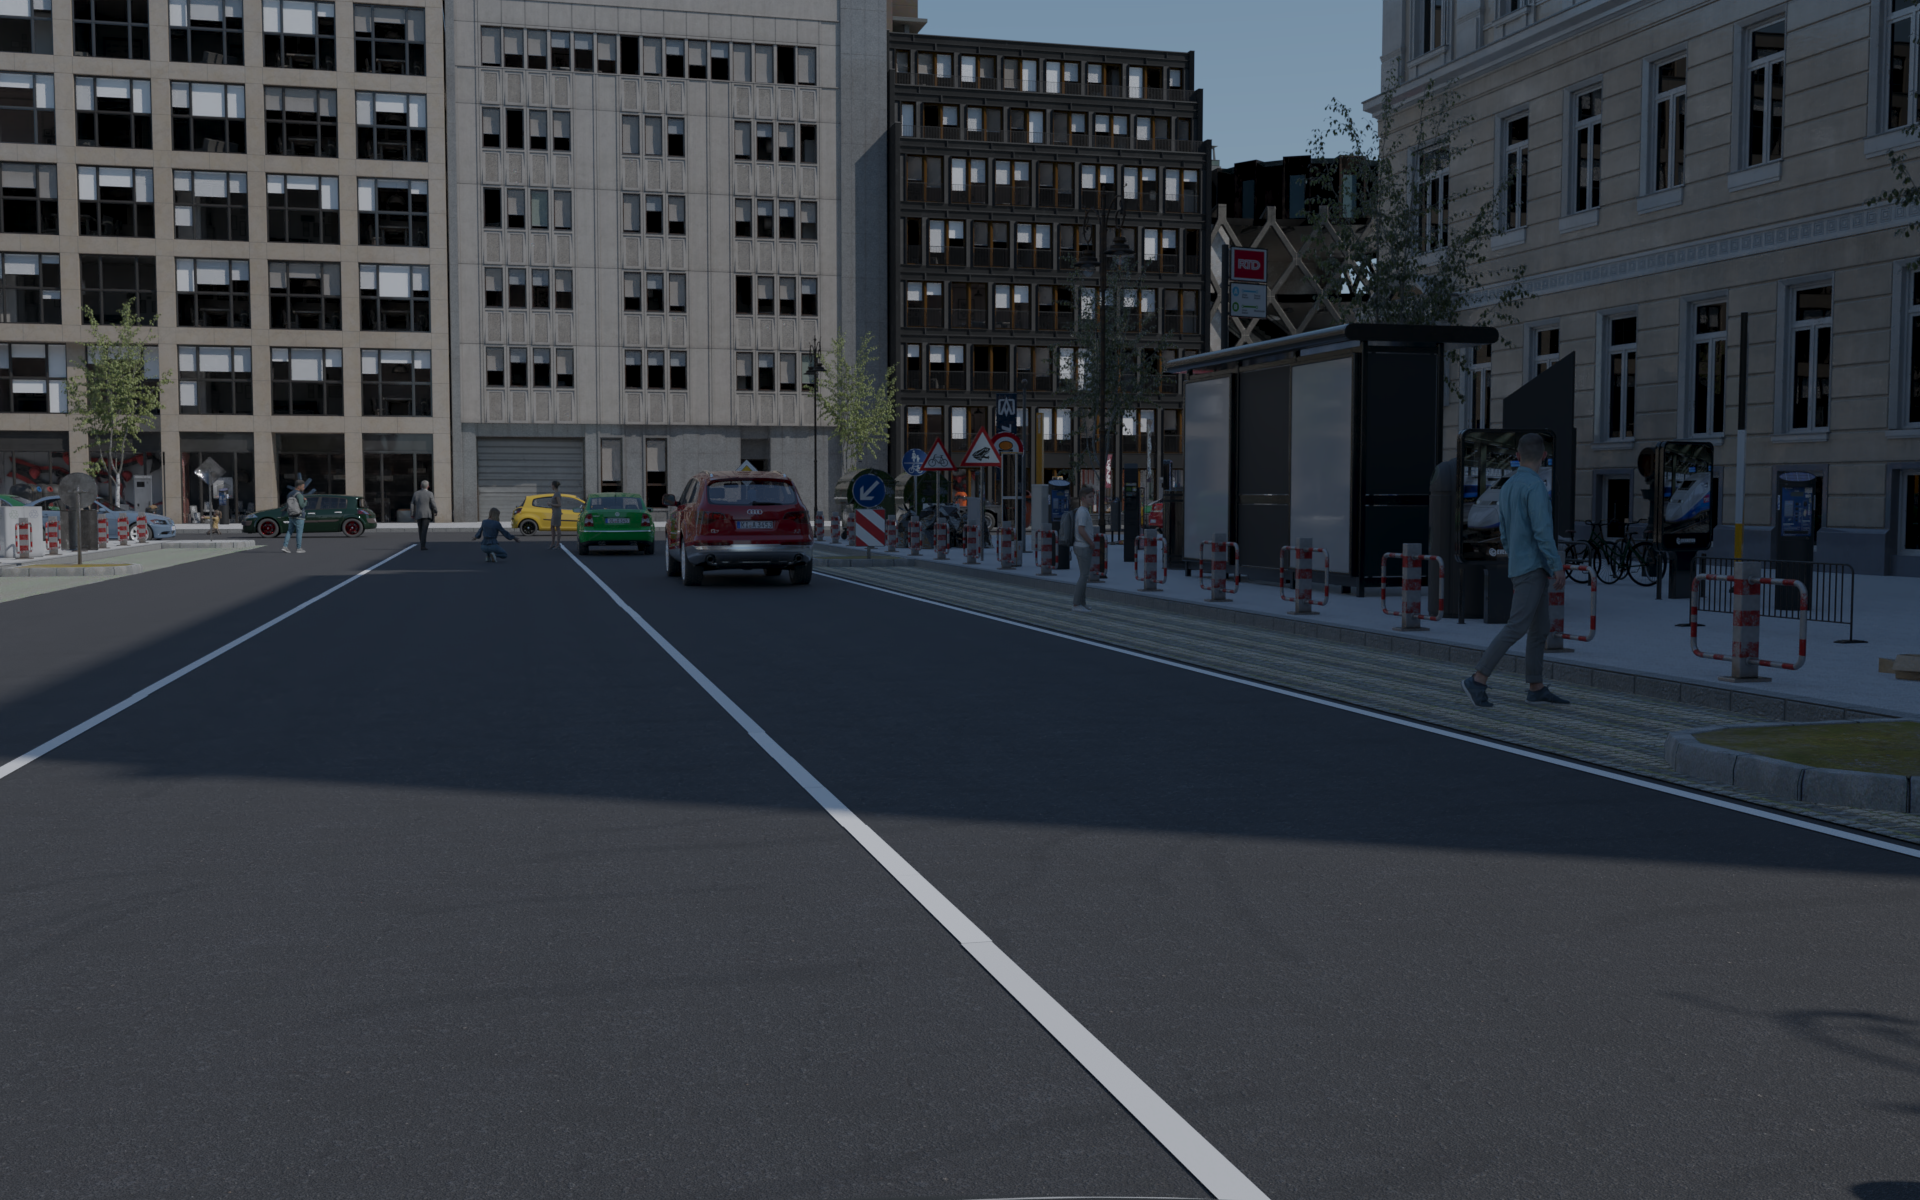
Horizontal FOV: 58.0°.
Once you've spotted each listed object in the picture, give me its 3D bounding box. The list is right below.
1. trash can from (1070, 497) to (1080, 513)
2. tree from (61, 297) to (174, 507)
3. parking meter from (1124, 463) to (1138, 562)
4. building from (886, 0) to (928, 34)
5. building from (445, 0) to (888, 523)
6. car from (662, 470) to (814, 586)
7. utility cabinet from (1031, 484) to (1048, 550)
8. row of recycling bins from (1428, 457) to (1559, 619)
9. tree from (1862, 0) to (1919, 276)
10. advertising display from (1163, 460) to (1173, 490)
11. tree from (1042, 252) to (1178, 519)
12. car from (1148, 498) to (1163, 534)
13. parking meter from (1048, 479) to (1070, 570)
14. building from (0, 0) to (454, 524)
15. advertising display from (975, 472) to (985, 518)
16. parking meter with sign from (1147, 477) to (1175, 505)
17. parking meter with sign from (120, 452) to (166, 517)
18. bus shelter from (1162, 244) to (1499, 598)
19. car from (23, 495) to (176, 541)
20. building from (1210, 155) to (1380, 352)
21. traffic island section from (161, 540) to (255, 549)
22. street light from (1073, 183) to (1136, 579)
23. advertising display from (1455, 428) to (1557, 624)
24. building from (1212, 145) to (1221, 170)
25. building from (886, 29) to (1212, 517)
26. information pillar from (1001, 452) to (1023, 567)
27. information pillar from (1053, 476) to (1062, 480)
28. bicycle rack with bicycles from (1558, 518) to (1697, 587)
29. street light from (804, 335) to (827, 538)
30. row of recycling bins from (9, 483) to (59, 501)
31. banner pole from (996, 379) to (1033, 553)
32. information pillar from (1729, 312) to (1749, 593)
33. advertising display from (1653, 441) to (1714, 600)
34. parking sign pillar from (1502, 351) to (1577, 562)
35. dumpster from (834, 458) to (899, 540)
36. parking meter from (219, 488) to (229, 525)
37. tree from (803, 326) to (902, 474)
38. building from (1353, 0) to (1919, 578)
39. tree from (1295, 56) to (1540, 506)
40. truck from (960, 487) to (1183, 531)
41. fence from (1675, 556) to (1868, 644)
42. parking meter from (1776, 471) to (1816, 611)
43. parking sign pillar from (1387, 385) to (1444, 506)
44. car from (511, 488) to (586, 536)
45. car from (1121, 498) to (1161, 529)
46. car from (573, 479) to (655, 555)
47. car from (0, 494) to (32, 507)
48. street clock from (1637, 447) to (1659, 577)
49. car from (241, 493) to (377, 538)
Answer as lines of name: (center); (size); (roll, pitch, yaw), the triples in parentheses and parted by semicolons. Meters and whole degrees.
trash can: (5.358, -4.332, 82.479); (0.748, 1.137, 0.748); (0, 3, 0)
tree: (-31.778, -7.021, 65.155); (4.737, 8.622, 4.395); (0, 3, 0)
parking meter: (3.232, -1.656, 32.788); (0.255, 1.863, 0.399); (0, 4, 5)
building: (-11.320, -30.532, 149.301); (14.600, 45.320, 14.200); (-1, 4, -15)
building: (-14.575, -16.339, 85.170); (19.932, 24.808, 12.078); (-1, 4, -15)
car: (-3.739, -1.231, 28.795); (2.281, 1.827, 5.304); (-1, 4, -14)
utility cabinet: (2.079, -1.884, 39.482); (0.318, 1.500, 1.173); (2, 4, 35)
row of recycling bins: (6.021, -0.744, 19.277); (1.069, 1.692, 3.534); (2, 4, 28)
tree: (12.521, -4.195, 18.954); (4.360, 8.622, 3.978); (0, 3, 0)
advertising display: (3.954, -1.699, 32.990); (0.123, 1.923, 0.974); (1, 4, 10)
tree: (4.232, -6.139, 50.740); (4.360, 8.622, 3.978); (0, 3, 0)
car: (8.726, -3.085, 59.485); (4.494, 1.783, 2.155); (-1, 4, -13)
parking meter: (1.689, -1.290, 29.507); (0.372, 1.533, 0.369); (0, 3, 0)
building: (-41.477, -16.918, 81.126); (34.151, 26.468, 19.350); (-1, 4, -15)
advertising display: (0.586, -2.768, 50.476); (0.123, 1.923, 0.974); (1, 4, 12)
parking meter with sign: (9.360, -5.030, 78.500); (1.738, 3.016, 0.543); (1, 4, 13)
parking meter with sign: (-33.389, -4.555, 70.730); (1.738, 3.016, 0.543); (-2, 4, -24)
bus shelter: (4.640, -2.935, 25.627); (2.179, 5.291, 8.768); (-1, 4, -14)
car: (-24.845, -2.289, 49.424); (4.499, 1.417, 2.014); (-1, 4, -13)
building: (18.691, -13.962, 95.730); (16.811, 18.784, 16.820); (-1, 4, -15)
traffic island section: (-20.253, -1.500, 46.810); (2.009, 0.180, 2.903); (-1, 4, -15)
street light: (2.155, -3.264, 26.146); (0.468, 5.910, 1.993); (-1, 4, -15)
advertising display: (5.382, -0.727, 17.104); (0.974, 1.923, 0.123); (0, 4, -6)
building: (21.369, -31.775, 203.114); (14.086, 41.232, 14.154); (-1, 4, -15)
building: (3.092, -15.852, 88.853); (15.834, 23.373, 12.332); (-1, 4, -15)
information pillar: (0.912, -1.589, 30.472); (0.304, 2.012, 0.304); (1, 4, 21)
information pillar: (4.068, -4.150, 72.350); (0.304, 2.012, 0.304); (3, 5, 43)
bicycle rack with bicycles: (9.310, -0.717, 25.098); (2.852, 0.926, 2.925); (-1, 4, -16)
street light: (-4.214, -4.753, 50.492); (0.468, 5.910, 1.993); (-1, 4, -15)
row of recycling bins: (-36.611, -3.765, 68.676); (1.069, 1.692, 3.534); (0, 4, -3)
banner pole: (1.175, -2.927, 37.872); (0.863, 3.779, 0.401); (1, 4, 10)
information pillar: (10.173, -1.908, 22.545); (0.183, 3.616, 0.504); (2, 4, 27)
advertising display: (8.866, -0.980, 21.233); (0.974, 1.923, 0.123); (-2, 4, -31)
parking sign pillar: (11.068, -2.731, 33.117); (1.447, 3.967, 1.447); (2, 4, 31)
dumpster: (-2.571, -2.783, 47.992); (1.502, 2.255, 1.985); (-1, 4, -15)
parking meter: (-30.870, -3.928, 72.637); (0.372, 1.533, 0.369); (0, 3, 0)
tree: (-4.796, -7.748, 77.037); (4.737, 8.622, 4.395); (0, 3, 0)
building: (18.685, -15.210, 34.592); (13.634, 28.700, 20.117); (-1, 4, -15)
tree: (7.640, -4.887, 30.270); (4.360, 8.622, 3.978); (0, 3, 0)
truck: (6.983, -4.720, 66.924); (18.799, 4.110, 2.967); (-1, 4, -13)
fence: (7.380, -0.029, 15.842); (0.278, 0.683, 2.069); (-1, 4, -18)
parking meter: (9.234, -0.657, 19.148); (0.372, 1.533, 0.369); (0, 3, 0)
parking sign pillar: (9.165, -2.846, 35.002); (1.447, 3.967, 1.447); (-2, 4, -35)
car: (-13.475, -3.035, 59.841); (3.980, 1.641, 2.015); (-1, 4, -13)
car: (8.800, -3.576, 70.259); (4.920, 1.459, 2.131); (-1, 4, -14)
car: (-8.436, -2.045, 42.228); (1.959, 1.807, 4.718); (-1, 4, -13)
car: (-29.555, -2.454, 51.927); (4.920, 1.459, 2.131); (-1, 4, -13)
street clock: (10.708, -1.360, 26.801); (0.358, 2.002, 0.471); (-1, 4, -16)
car: (-21.526, -2.908, 57.329); (4.222, 1.686, 2.009); (-1, 4, -16)
